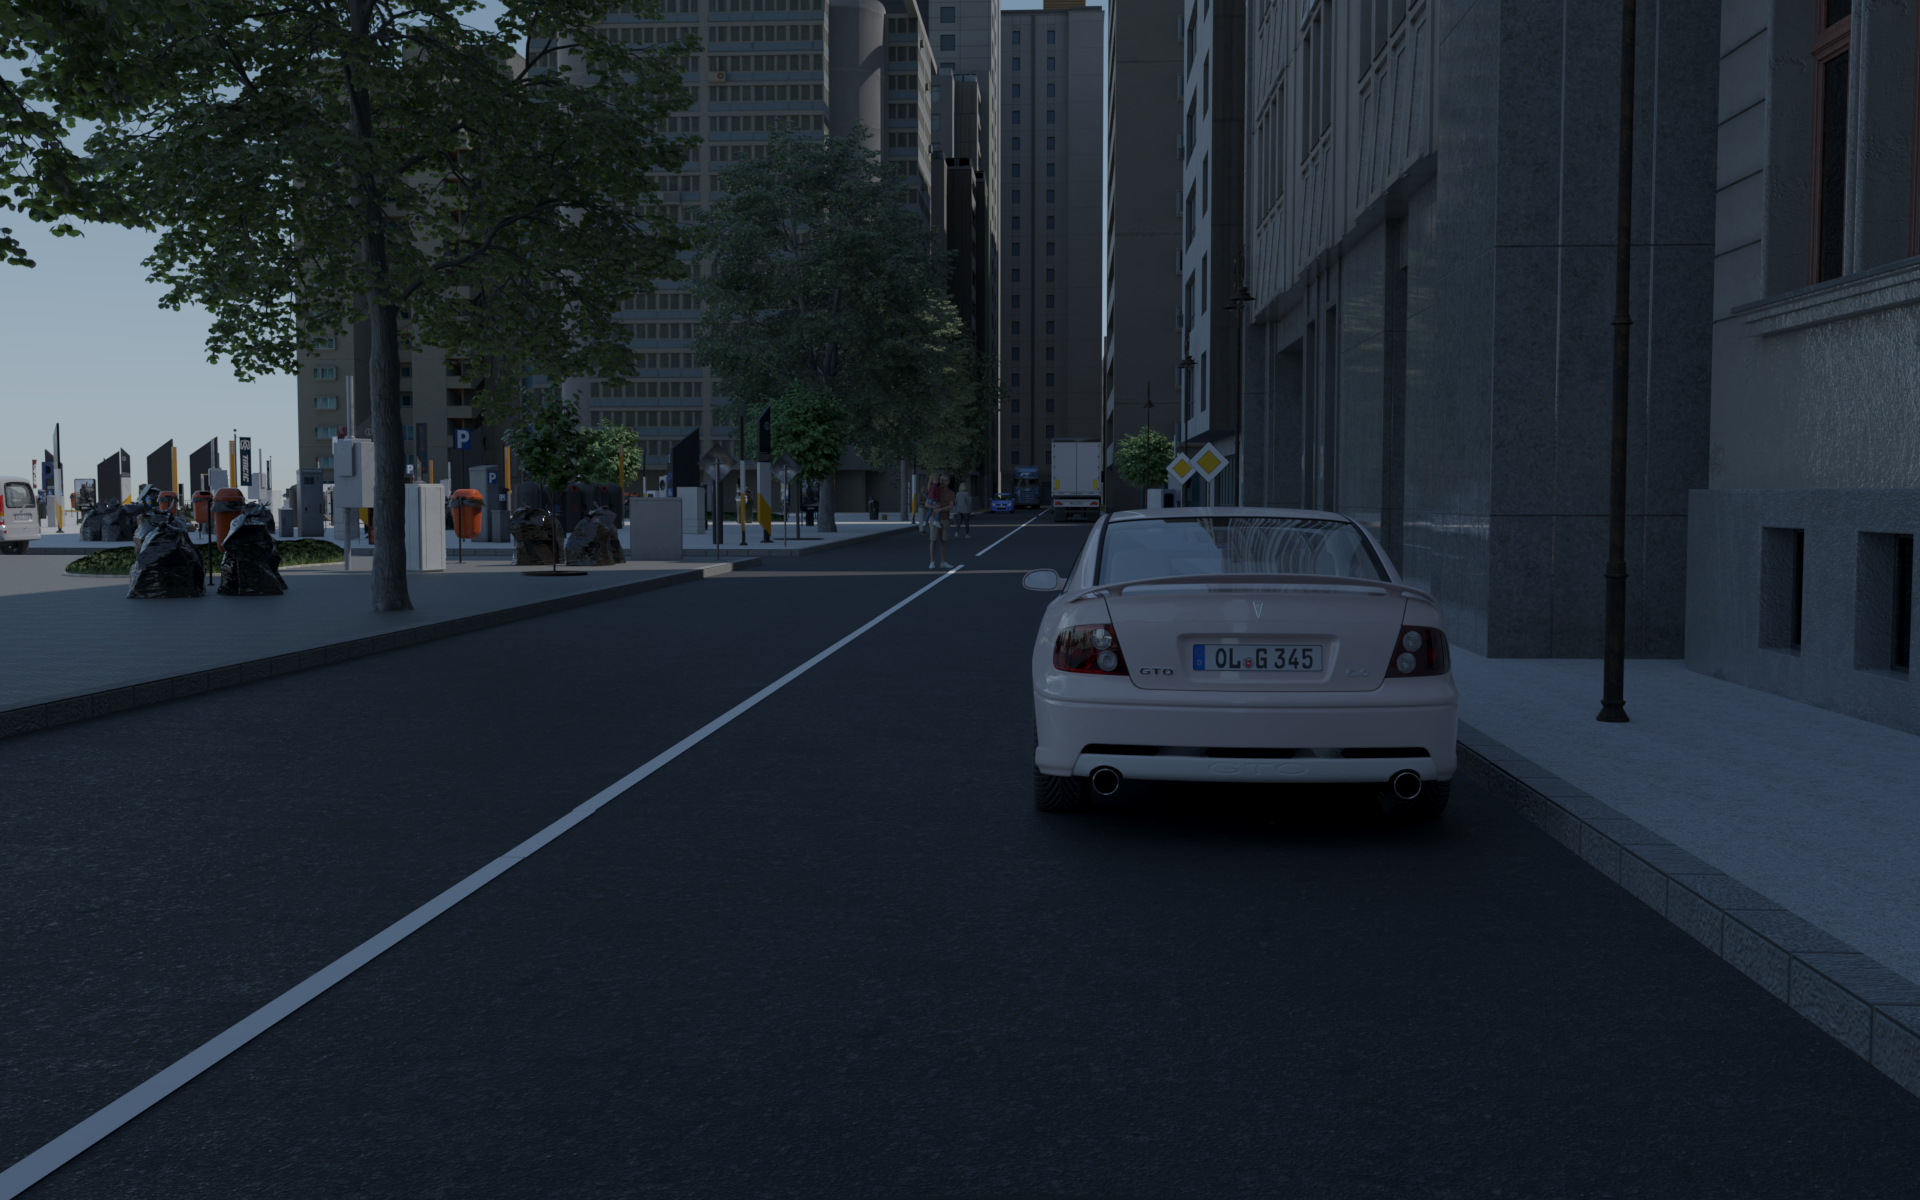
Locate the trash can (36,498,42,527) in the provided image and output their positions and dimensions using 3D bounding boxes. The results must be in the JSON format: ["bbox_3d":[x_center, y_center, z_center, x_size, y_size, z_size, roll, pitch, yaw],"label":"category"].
[{"bbox_3d":[-34.713,-3.248,64.756,0.748,1.137,0.748,0,3,0],"label":"trash can"}]

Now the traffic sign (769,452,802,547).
[{"bbox_3d":[-4.210,-2.329,41.723,0.795,2.450,0.064,0,4,4],"label":"traffic sign"}]

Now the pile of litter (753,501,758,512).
[{"bbox_3d":[-13.957,-6.223,115.705,1.719,0.858,1.176,1,4,10],"label":"pile of litter"}]

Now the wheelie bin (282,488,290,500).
[{"bbox_3d":[-36.318,-5.274,94.138,0.980,1.594,0.693,-2,4,-26],"label":"wheelie bin"}]

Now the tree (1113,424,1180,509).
[{"bbox_3d":[8.807,-5.953,81.039,4.285,4.588,4.351,0,3,0],"label":"tree"}]

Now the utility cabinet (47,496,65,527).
[{"bbox_3d":[-35.098,-3.431,67.266,0.306,1.237,1.020,0,4,-7],"label":"utility cabinet"}]

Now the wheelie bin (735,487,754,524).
[{"bbox_3d":[-9.372,-4.132,75.465,0.693,1.594,0.980,-2,4,-30],"label":"wheelie bin"}]

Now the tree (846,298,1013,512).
[{"bbox_3d":[-1.761,-11.192,99.992,9.611,12.733,9.660,0,3,0],"label":"tree"}]

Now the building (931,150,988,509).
[{"bbox_3d":[-4.983,-23.058,148.703,14.160,30.474,14.107,0,4,4],"label":"building"}]

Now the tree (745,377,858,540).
[{"bbox_3d":[-4.489,-3.976,48.716,4.285,4.588,4.351,0,3,0],"label":"tree"}]

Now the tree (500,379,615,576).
[{"bbox_3d":[-6.297,-2.006,27.397,1.663,3.219,1.824,0,3,0],"label":"tree"}]

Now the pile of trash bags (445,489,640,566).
[{"bbox_3d":[-7.819,-1.351,31.844,3.447,1.369,1.912,1,4,15],"label":"pile of trash bags"}]

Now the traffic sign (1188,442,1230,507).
[{"bbox_3d":[4.749,-1.803,33.125,0.795,2.450,0.064,0,4,4],"label":"traffic sign"}]

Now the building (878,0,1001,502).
[{"bbox_3d":[-6.387,-45.505,182.251,20.611,71.187,20.563,0,4,4],"label":"building"}]

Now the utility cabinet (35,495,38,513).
[{"bbox_3d":[-56.923,-5.799,105.973,1.020,1.237,0.306,-3,5,-41],"label":"utility cabinet"}]

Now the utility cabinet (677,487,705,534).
[{"bbox_3d":[-8.625,-2.870,55.596,0.318,1.500,1.173,-3,5,-41],"label":"utility cabinet"}]

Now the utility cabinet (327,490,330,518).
[{"bbox_3d":[-33.177,-5.101,92.079,1.173,1.500,0.318,3,4,38],"label":"utility cabinet"}]

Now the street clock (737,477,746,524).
[{"bbox_3d":[-9.346,-4.252,74.089,0.358,2.002,0.471,-1,4,-23],"label":"street clock"}]

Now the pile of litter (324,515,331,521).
[{"bbox_3d":[-30.043,-4.146,81.755,1.176,0.858,1.719,-1,4,-18],"label":"pile of litter"}]

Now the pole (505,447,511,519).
[{"bbox_3d":[-19.491,-4.941,74.634,0.158,3.312,0.155,0,3,0],"label":"pole"}]

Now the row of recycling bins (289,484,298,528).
[{"bbox_3d":[-25.595,-3.701,67.625,1.069,1.692,3.534,-1,4,-18],"label":"row of recycling bins"}]

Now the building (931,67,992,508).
[{"bbox_3d":[-4.368,-29.297,162.597,14.154,41.232,14.086,0,4,4],"label":"building"}]

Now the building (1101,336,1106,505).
[{"bbox_3d":[32.079,-22.448,212.057,28.899,21.520,27.650,0,4,4],"label":"building"}]

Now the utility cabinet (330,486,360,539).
[{"bbox_3d":[-17.230,-2.446,48.677,0.318,1.500,1.173,0,4,2],"label":"utility cabinet"}]

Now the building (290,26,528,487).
[{"bbox_3d":[-56.325,-34.341,185.180,21.600,48.544,21.300,0,4,4],"label":"building"}]

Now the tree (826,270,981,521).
[{"bbox_3d":[-3.049,-10.058,82.582,7.486,12.596,7.792,0,3,0],"label":"tree"}]

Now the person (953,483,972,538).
[{"bbox_3d":[0.028,-2.898,56.070,0.709,1.800,0.728,2,4,35],"label":"person"}]

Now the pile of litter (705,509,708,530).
[{"bbox_3d":[-9.478,-2.910,61.547,1.176,0.858,1.719,1,4,10],"label":"pile of litter"}]

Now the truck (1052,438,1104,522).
[{"bbox_3d":[6.258,-6.305,92.002,2.839,4.237,11.283,0,4,5],"label":"truck"}]

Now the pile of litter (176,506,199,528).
[{"bbox_3d":[-29.290,-3.135,65.225,1.719,0.858,1.176,2,4,31],"label":"pile of litter"}]

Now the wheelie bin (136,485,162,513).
[{"bbox_3d":[-26.781,-3.019,57.264,0.693,1.594,0.980,-3,5,-40],"label":"wheelie bin"}]

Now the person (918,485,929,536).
[{"bbox_3d":[-1.248,-3.106,59.825,0.362,1.759,0.519,1,4,21],"label":"person"}]

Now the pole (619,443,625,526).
[{"bbox_3d":[-13.468,-4.595,68.976,0.158,3.312,0.155,0,3,0],"label":"pole"}]

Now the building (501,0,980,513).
[{"bbox_3d":[-14.918,-26.787,129.854,32.217,40.220,23.993,0,4,4],"label":"building"}]

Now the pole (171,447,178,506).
[{"bbox_3d":[-33.793,-4.937,74.561,0.158,3.312,0.155,0,3,0],"label":"pole"}]

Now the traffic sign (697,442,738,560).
[{"bbox_3d":[-4.724,-1.842,33.754,0.795,2.450,0.064,0,4,4],"label":"traffic sign"}]

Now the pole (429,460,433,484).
[{"bbox_3d":[-31.998,-6.789,104.840,0.158,3.312,0.155,0,3,0],"label":"pole"}]

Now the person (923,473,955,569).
[{"bbox_3d":[-0.423,-1.526,33.429,0.573,1.828,0.580,2,4,33],"label":"person"}]

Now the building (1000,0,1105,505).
[{"bbox_3d":[3.054,-40.838,209.700,28.212,58.520,21.231,0,4,4],"label":"building"}]

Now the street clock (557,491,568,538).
[{"bbox_3d":[-11.501,-2.780,50.018,0.358,2.002,0.471,1,4,10],"label":"street clock"}]

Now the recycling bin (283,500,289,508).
[{"bbox_3d":[-30.345,-4.056,78.866,0.722,1.027,0.722,0,4,-6],"label":"recycling bin"}]

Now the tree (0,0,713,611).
[{"bbox_3d":[-6.744,-6.160,18.835,7.486,12.596,7.792,0,3,0],"label":"tree"}]

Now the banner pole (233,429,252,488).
[{"bbox_3d":[-27.580,-4.679,66.525,0.401,3.779,0.863,3,5,41],"label":"banner pole"}]

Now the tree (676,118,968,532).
[{"bbox_3d":[-4.573,-9.244,57.799,9.857,13.997,8.962,0,3,0],"label":"tree"}]

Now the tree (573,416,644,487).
[{"bbox_3d":[-14.848,-5.468,73.115,4.285,4.588,4.351,0,3,0],"label":"tree"}]

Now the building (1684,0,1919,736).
[{"bbox_3d":[10.790,-13.024,0.334,14.401,28.519,23.554,0,4,4],"label":"building"}]

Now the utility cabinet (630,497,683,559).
[{"bbox_3d":[-6.000,-1.411,34.224,1.020,1.237,0.306,-1,4,-9],"label":"utility cabinet"}]

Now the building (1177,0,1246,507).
[{"bbox_3d":[13.305,-16.773,45.943,14.107,30.474,14.160,0,4,4],"label":"building"}]

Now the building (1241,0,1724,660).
[{"bbox_3d":[10.748,-12.492,22.274,12.078,24.808,19.932,0,4,4],"label":"building"}]

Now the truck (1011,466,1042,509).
[{"bbox_3d":[6.696,-11.126,171.665,2.967,4.110,18.799,0,4,3],"label":"truck"}]

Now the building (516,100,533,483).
[{"bbox_3d":[-31.187,-32.317,183.008,28.867,44.769,22.147,0,4,4],"label":"building"}]

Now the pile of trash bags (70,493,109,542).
[{"bbox_3d":[-22.394,-2.339,47.991,1.912,1.369,3.447,3,5,44],"label":"pile of trash bags"}]

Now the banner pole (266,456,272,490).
[{"bbox_3d":[-45.135,-7.536,113.225,0.401,3.779,0.863,0,4,3],"label":"banner pole"}]

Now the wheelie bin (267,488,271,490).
[{"bbox_3d":[-34.670,-4.818,86.683,0.693,1.594,0.980,1,4,12],"label":"wheelie bin"}]

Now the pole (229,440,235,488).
[{"bbox_3d":[-27.687,-4.408,65.919,0.158,3.312,0.155,0,3,0],"label":"pole"}]

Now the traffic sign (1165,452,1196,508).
[{"bbox_3d":[5.264,-2.291,41.093,0.795,2.450,0.064,0,4,4],"label":"traffic sign"}]

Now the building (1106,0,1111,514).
[{"bbox_3d":[19.460,-29.161,100.490,21.300,48.544,21.600,0,4,4],"label":"building"}]

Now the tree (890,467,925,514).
[{"bbox_3d":[-3.201,-9.823,110.970,4.360,8.622,3.978,0,3,0],"label":"tree"}]

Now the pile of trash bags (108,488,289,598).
[{"bbox_3d":[-9.902,-0.811,23.016,1.912,1.369,3.447,-1,4,-16],"label":"pile of trash bags"}]
